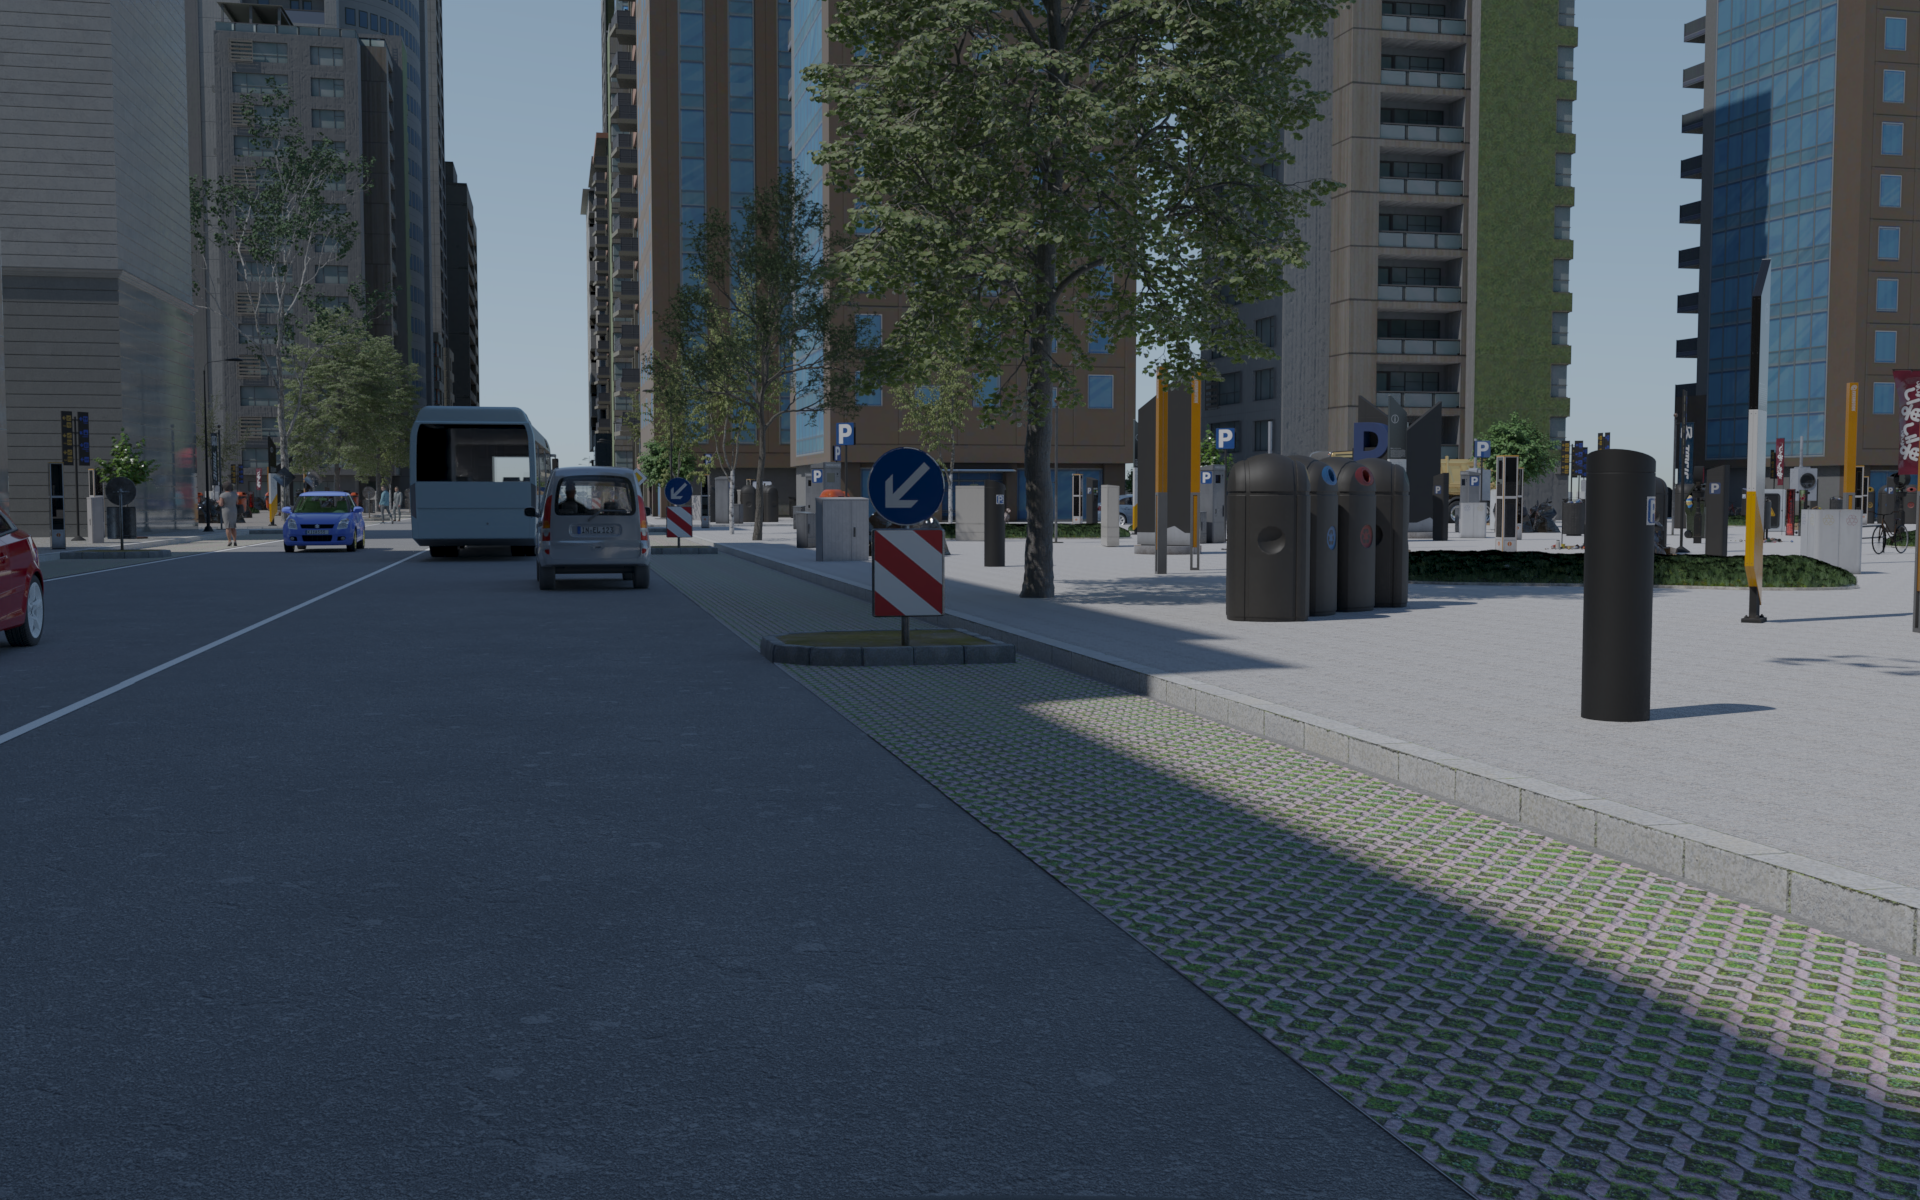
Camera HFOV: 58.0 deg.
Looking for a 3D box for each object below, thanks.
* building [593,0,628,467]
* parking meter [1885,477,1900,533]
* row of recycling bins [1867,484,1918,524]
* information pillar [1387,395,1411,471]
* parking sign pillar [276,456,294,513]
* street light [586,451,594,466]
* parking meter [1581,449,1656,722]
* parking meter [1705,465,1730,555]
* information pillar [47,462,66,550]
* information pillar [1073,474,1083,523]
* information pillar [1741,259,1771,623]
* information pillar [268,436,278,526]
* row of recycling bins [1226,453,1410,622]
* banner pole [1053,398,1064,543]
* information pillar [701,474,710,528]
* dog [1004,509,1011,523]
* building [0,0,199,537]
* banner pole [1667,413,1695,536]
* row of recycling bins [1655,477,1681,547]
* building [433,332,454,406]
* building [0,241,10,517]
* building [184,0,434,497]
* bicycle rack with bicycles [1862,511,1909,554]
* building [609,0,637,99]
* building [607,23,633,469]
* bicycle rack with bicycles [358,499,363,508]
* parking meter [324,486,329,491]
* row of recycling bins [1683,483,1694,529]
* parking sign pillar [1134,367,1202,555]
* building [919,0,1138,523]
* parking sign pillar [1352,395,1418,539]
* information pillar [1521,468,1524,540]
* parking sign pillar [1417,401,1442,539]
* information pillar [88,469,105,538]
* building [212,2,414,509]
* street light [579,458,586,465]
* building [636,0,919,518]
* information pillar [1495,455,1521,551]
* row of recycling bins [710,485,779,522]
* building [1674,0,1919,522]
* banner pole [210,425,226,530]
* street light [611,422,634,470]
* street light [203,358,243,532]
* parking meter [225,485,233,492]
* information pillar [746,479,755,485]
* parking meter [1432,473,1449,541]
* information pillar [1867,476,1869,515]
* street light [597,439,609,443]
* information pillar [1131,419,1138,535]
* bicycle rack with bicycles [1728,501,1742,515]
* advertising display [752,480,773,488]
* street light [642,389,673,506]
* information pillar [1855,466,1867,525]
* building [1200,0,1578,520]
[{"bbox_3d":[-26.481,-52.954,178.470,22.319,86.520,31.000,-1,4,-13],"label":"building"},{"bbox_3d":[31.140,-3.184,57.776,0.255,1.863,0.399,-1,4,-17],"label":"parking meter"},{"bbox_3d":[40.213,-4.101,74.169,3.534,1.692,1.069,2,4,23],"label":"row of recycling bins"},{"bbox_3d":[10.357,-3.044,41.125,0.504,3.616,0.183,-1,4,-20],"label":"information pillar"},{"bbox_3d":[-47.072,-8.071,120.430,1.447,3.967,1.447,-2,4,-27],"label":"parking sign pillar"},{"bbox_3d":[-39.283,-13.123,187.100,1.470,5.913,1.316,-1,4,-13],"label":"street light"},{"bbox_3d":[3.751,-0.089,9.871,0.372,1.533,0.369,0,3,0],"label":"parking meter"},{"bbox_3d":[15.249,-1.786,34.909,0.255,1.863,0.399,-3,5,-41],"label":"parking meter"},{"bbox_3d":[-20.920,-2.179,40.117,0.304,2.012,0.304,-2,4,-34],"label":"information pillar"},{"bbox_3d":[4.348,-3.639,63.989,0.304,2.012,0.304,2,4,23],"label":"information pillar"},{"bbox_3d":[7.908,-1.579,17.173,0.183,3.616,0.504,2,4,34],"label":"information pillar"},{"bbox_3d":[-27.704,-4.798,69.797,0.183,3.616,0.504,1,4,8],"label":"information pillar"},{"bbox_3d":[3.883,-0.713,18.769,1.069,1.692,3.534,3,4,36],"label":"row of recycling bins"},{"bbox_3d":[2.288,-3.383,45.323,0.863,3.779,0.401,0,4,7],"label":"banner pole"},{"bbox_3d":[-9.539,-3.696,64.918,0.304,2.012,0.304,0,4,1],"label":"information pillar"},{"bbox_3d":[1.917,-3.466,73.504,0.513,0.831,0.800,0,3,0],"label":"dog"},{"bbox_3d":[-40.545,-16.846,52.920,29.804,29.767,11.434,-1,4,-13],"label":"building"},{"bbox_3d":[22.256,-3.881,53.471,0.401,3.779,0.863,-2,4,-35],"label":"banner pole"},{"bbox_3d":[14.391,-1.818,36.833,1.069,1.692,3.534,1,4,14],"label":"row of recycling bins"},{"bbox_3d":[-72.380,-21.469,196.055,27.650,21.520,28.899,-1,4,-13],"label":"building"},{"bbox_3d":[-26.065,-13.062,18.076,19.350,26.468,34.151,-1,4,-13],"label":"building"},{"bbox_3d":[-63.139,-38.276,167.813,21.231,58.520,28.212,-1,4,-13],"label":"building"},{"bbox_3d":[20.437,-1.422,36.633,2.852,0.926,2.925,3,5,45],"label":"bicycle rack with bicycles"},{"bbox_3d":[-14.391,-28.990,128.609,22.147,44.769,28.867,-1,4,-13],"label":"building"},{"bbox_3d":[-24.412,-28.897,156.053,14.154,41.232,14.086,-1,4,-13],"label":"building"},{"bbox_3d":[-46.635,-7.424,134.765,2.925,0.926,2.852,-2,4,-30],"label":"bicycle rack with bicycles"},{"bbox_3d":[-47.957,-7.683,131.327,0.399,1.863,0.255,-1,4,-10],"label":"parking meter"},{"bbox_3d":[27.697,-3.563,65.361,1.069,1.692,3.534,3,4,36],"label":"row of recycling bins"},{"bbox_3d":[4.468,-2.975,37.119,1.447,3.967,1.447,3,4,36],"label":"parking sign pillar"},{"bbox_3d":[-0.394,-26.519,83.702,14.200,45.320,14.600,-1,4,-13],"label":"building"},{"bbox_3d":[11.262,-3.568,46.805,1.447,3.967,1.447,-3,5,-45],"label":"parking sign pillar"},{"bbox_3d":[15.513,-2.686,48.404,0.304,2.012,0.304,-1,4,-16],"label":"information pillar"},{"bbox_3d":[13.309,-3.778,50.242,1.447,3.967,1.447,-2,4,-27],"label":"parking sign pillar"},{"bbox_3d":[-25.332,-2.835,50.839,0.304,2.012,0.304,3,4,38],"label":"information pillar"},{"bbox_3d":[-54.964,-28.439,148.566,14.154,41.232,14.086,-1,4,-13],"label":"building"},{"bbox_3d":[-49.756,-15.837,231.482,1.470,5.913,1.316,-1,4,-13],"label":"street light"},{"bbox_3d":[-11.109,-27.460,99.082,14.600,45.320,14.200,-1,4,-13],"label":"building"},{"bbox_3d":[10.418,-1.744,33.010,0.304,2.012,0.304,-1,4,-10],"label":"information pillar"},{"bbox_3d":[-10.033,-4.389,78.869,3.534,1.692,1.069,0,4,-6],"label":"row of recycling bins"},{"bbox_3d":[48.828,-27.002,91.596,14.200,45.320,14.600,-1,4,-13],"label":"building"},{"bbox_3d":[-26.697,-4.418,62.251,0.401,3.779,0.863,0,4,3],"label":"banner pole"},{"bbox_3d":[-21.633,-8.512,111.712,1.470,5.913,1.316,-1,4,-13],"label":"street light"},{"bbox_3d":[-25.144,-5.294,59.100,1.470,5.913,1.316,-1,4,-13],"label":"street light"},{"bbox_3d":[-45.152,-6.195,107.007,0.255,1.863,0.399,3,5,40],"label":"parking meter"},{"bbox_3d":[-10.377,-4.981,85.936,0.304,2.012,0.304,3,5,44],"label":"information pillar"},{"bbox_3d":[13.169,-2.554,47.468,0.255,1.863,0.399,-2,4,-33],"label":"parking meter"},{"bbox_3d":[37.681,-4.146,72.283,0.304,2.012,0.304,0,4,7],"label":"information pillar"},{"bbox_3d":[-31.208,-11.009,152.539,1.470,5.913,1.316,-1,4,-13],"label":"street light"},{"bbox_3d":[5.658,-3.864,54.537,0.504,3.616,0.183,-2,4,-27],"label":"information pillar"},{"bbox_3d":[39.777,-4.497,86.910,2.852,0.926,2.925,-1,4,-17],"label":"bicycle rack with bicycles"},{"bbox_3d":[-9.318,-4.673,81.619,0.974,1.923,0.123,0,4,2],"label":"advertising display"},{"bbox_3d":[-13.372,-6.384,76.925,1.470,5.913,1.316,-1,4,-13],"label":"street light"},{"bbox_3d":[23.252,-2.478,45.003,0.304,2.012,0.304,1,4,9],"label":"information pillar"},{"bbox_3d":[21.306,-24.751,88.268,14.086,41.232,14.154,-1,4,-13],"label":"building"}]
